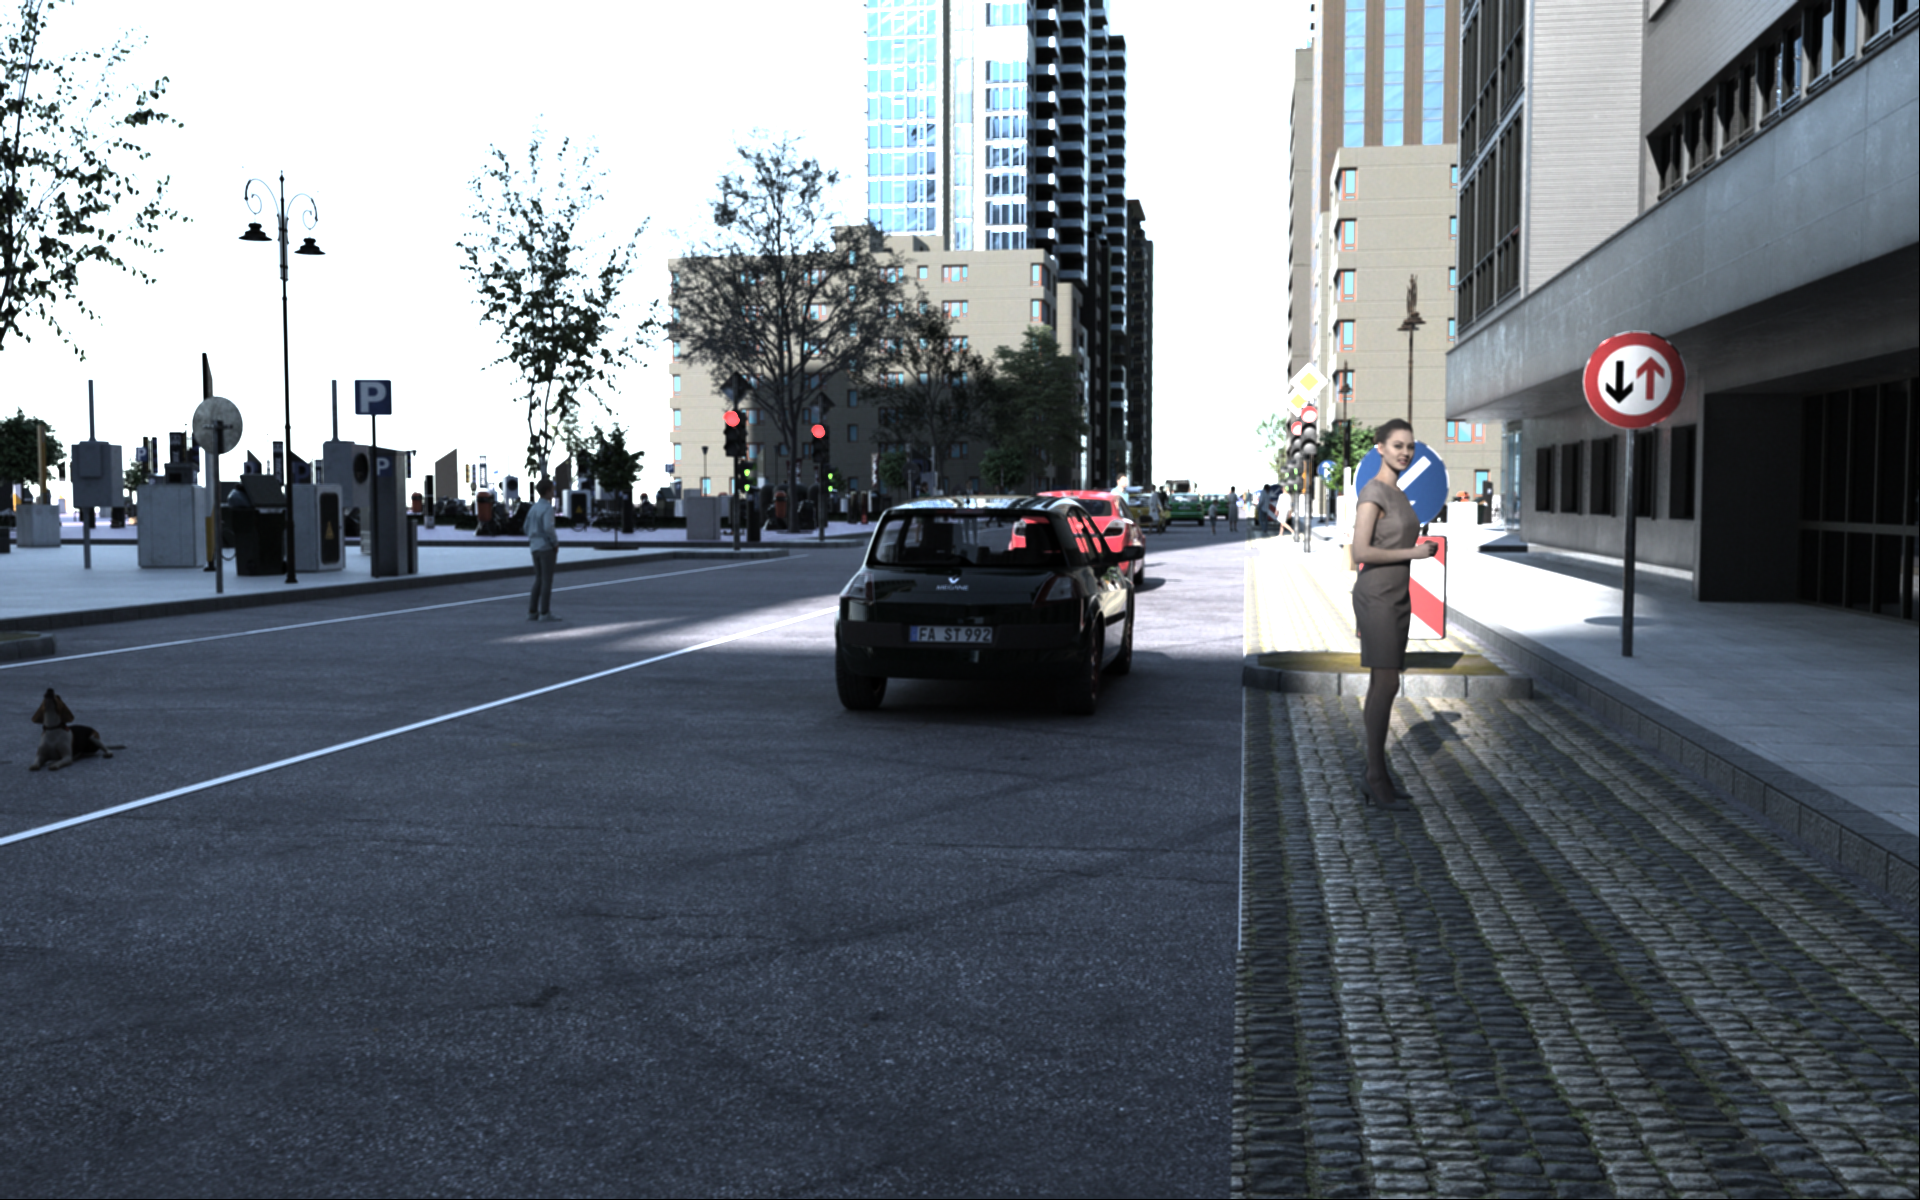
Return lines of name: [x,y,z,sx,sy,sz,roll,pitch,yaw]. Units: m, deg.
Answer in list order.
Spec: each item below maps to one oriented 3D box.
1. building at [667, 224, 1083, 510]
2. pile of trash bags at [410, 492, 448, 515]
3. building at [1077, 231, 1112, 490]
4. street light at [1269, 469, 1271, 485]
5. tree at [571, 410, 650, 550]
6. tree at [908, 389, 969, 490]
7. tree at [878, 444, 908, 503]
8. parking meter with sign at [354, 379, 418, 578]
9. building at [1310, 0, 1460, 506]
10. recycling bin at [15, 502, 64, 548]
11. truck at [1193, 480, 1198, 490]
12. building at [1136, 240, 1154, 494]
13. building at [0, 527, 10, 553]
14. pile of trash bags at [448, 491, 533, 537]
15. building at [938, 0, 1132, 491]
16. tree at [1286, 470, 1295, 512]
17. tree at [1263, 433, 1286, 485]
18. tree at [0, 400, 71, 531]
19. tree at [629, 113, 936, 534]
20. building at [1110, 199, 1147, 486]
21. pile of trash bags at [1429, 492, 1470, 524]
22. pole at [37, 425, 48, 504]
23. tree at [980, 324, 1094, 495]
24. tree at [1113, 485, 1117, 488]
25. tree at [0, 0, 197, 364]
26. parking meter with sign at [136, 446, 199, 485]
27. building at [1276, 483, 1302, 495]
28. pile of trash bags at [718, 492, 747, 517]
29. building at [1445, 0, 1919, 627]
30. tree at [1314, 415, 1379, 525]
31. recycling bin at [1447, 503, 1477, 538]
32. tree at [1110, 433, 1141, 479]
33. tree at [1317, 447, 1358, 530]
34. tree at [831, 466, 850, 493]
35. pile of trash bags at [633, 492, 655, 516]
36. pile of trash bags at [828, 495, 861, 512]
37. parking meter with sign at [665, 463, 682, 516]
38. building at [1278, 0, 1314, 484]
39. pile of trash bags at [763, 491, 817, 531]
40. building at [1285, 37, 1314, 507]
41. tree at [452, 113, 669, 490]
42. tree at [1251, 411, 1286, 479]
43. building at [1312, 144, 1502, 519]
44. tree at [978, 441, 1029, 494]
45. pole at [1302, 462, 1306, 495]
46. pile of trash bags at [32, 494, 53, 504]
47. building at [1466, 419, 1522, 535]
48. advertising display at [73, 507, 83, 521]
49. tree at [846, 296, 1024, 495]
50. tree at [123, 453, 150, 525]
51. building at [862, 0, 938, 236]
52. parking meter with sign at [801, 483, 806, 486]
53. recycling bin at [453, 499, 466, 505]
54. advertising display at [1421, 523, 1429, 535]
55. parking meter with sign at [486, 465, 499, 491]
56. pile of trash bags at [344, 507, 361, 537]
building: [-5.373,-17.959,138.671,27.650,21.520,28.899,1,4,9]
pile of trash bags: [-23.668,-4.192,78.292,1.912,1.369,3.447,1,4,18]
building: [8.972,-25.557,189.565,14.160,30.474,14.107,1,4,9]
street light: [39.461,-14.975,217.632,0.468,5.910,1.993,1,4,9]
tree: [-7.889,-2.776,39.982,1.663,3.219,1.824,0,3,0]
tree: [-1.526,-10.418,120.701,4.360,8.622,3.978,0,3,0]
tree: [-3.865,-7.833,111.777,4.285,4.588,4.351,0,3,0]
parking meter with sign: [-8.952,-1.891,27.184,0.543,3.016,1.738,0,4,-3]
building: [35.415,-29.879,138.637,14.600,45.320,14.200,1,4,9]
recycling bin: [-22.331,-1.798,41.955,0.722,1.027,0.722,2,4,32]
truck: [30.218,-14.455,232.260,3.469,3.379,9.791,1,4,9]
building: [22.967,-35.986,271.962,14.154,41.232,14.086,1,4,9]
building: [-33.944,-29.811,29.408,28.212,58.520,21.231,1,4,9]
pile of trash bags: [-14.137,-2.676,53.511,1.912,1.369,3.447,0,4,5]
building: [11.230,-55.525,220.505,22.319,86.520,31.000,1,4,9]
tree: [27.059,-9.026,142.173,1.663,3.219,1.824,0,3,0]
tree: [37.840,-15.398,202.123,4.737,8.622,4.395,0,3,0]
tree: [-32.880,-4.717,60.834,4.285,4.588,4.351,0,3,0]
tree: [-5.563,-8.940,56.532,12.009,13.543,11.850,0,3,0]
building: [15.469,-36.498,251.364,22.147,44.769,28.867,1,4,9]
pile of trash bags: [21.319,-4.073,76.345,3.447,1.369,1.912,-3,5,-40]
pole: [-27.078,-3.504,51.136,0.158,3.312,0.155,0,3,0]
tree: [5.045,-12.077,115.593,7.486,12.596,7.792,0,3,0]
tree: [17.918,-12.141,193.108,1.663,3.219,1.824,0,3,0]
tree: [-11.052,-4.234,19.591,4.360,8.622,3.978,0,3,0]
parking meter with sign: [-18.948,-2.806,42.146,1.738,3.016,0.543,0,4,-4]
building: [64.330,-34.838,261.485,32.217,40.220,23.993,1,4,9]
pile of trash bags: [-11.914,-5.276,96.021,3.447,1.369,1.912,1,4,22]
building: [14.575,-12.263,19.575,14.314,24.678,30.058,1,4,9]
tree: [16.168,-5.379,71.667,4.285,4.588,4.351,0,3,0]
recycling bin: [14.919,-2.380,51.467,0.722,1.027,0.722,0,4,2]
tree: [18.425,-15.152,198.092,4.360,8.622,3.978,0,3,0]
tree: [13.920,-4.139,62.269,1.663,3.219,1.824,0,3,0]
tree: [-8.342,-7.568,118.345,1.663,3.219,1.824,0,3,0]
pile of trash bags: [-17.154,-5.073,92.695,1.912,1.369,3.447,0,4,-1]
pile of trash bags: [-7.158,-5.473,99.235,3.447,1.369,1.912,3,5,41]
parking meter with sign: [-16.039,-6.205,97.708,0.543,3.016,1.738,-2,4,-33]
building: [54.877,-56.332,233.702,22.319,86.520,31.000,1,4,9]
pile of trash bags: [-6.116,-3.163,61.470,1.912,1.369,3.447,0,4,3]
building: [45.113,-34.022,179.955,21.300,48.544,21.600,1,4,9]
tree: [-8.162,-5.154,34.627,4.737,8.622,4.395,0,3,0]
tree: [38.934,-17.340,209.259,9.928,11.665,9.643,0,3,0]
building: [34.841,-15.511,98.641,27.650,21.520,28.899,1,4,9]
tree: [2.673,-7.422,105.058,4.285,4.588,4.351,0,3,0]
pole: [21.721,-7.069,109.429,0.158,3.312,0.155,0,3,0]
pile of trash bags: [-62.689,-6.569,117.147,1.912,1.369,3.447,1,4,10]
building: [31.638,-26.508,53.014,30.456,49.044,23.786,1,4,9]
advertising display: [-41.172,-4.655,81.318,0.974,1.923,0.123,0,4,5]
tree: [-0.848,-8.967,81.019,8.767,10.594,7.601,-2,4,-31]
tree: [-33.746,-4.698,71.419,1.663,3.219,1.824,0,3,0]
building: [2.061,-52.202,166.178,22.319,86.520,31.000,1,4,9]
parking meter with sign: [-10.907,-7.494,118.780,1.738,3.016,0.543,-3,4,-36]
recycling bin: [-26.961,-4.922,93.026,0.722,1.027,0.722,-2,4,-29]
advertising display: [8.751,-1.677,32.629,0.123,1.923,0.974,1,4,12]
parking meter with sign: [-28.291,-6.620,104.499,0.543,3.016,1.738,-2,4,-28]
pile of trash bags: [-19.441,-2.614,52.487,3.447,1.369,1.912,3,5,43]
